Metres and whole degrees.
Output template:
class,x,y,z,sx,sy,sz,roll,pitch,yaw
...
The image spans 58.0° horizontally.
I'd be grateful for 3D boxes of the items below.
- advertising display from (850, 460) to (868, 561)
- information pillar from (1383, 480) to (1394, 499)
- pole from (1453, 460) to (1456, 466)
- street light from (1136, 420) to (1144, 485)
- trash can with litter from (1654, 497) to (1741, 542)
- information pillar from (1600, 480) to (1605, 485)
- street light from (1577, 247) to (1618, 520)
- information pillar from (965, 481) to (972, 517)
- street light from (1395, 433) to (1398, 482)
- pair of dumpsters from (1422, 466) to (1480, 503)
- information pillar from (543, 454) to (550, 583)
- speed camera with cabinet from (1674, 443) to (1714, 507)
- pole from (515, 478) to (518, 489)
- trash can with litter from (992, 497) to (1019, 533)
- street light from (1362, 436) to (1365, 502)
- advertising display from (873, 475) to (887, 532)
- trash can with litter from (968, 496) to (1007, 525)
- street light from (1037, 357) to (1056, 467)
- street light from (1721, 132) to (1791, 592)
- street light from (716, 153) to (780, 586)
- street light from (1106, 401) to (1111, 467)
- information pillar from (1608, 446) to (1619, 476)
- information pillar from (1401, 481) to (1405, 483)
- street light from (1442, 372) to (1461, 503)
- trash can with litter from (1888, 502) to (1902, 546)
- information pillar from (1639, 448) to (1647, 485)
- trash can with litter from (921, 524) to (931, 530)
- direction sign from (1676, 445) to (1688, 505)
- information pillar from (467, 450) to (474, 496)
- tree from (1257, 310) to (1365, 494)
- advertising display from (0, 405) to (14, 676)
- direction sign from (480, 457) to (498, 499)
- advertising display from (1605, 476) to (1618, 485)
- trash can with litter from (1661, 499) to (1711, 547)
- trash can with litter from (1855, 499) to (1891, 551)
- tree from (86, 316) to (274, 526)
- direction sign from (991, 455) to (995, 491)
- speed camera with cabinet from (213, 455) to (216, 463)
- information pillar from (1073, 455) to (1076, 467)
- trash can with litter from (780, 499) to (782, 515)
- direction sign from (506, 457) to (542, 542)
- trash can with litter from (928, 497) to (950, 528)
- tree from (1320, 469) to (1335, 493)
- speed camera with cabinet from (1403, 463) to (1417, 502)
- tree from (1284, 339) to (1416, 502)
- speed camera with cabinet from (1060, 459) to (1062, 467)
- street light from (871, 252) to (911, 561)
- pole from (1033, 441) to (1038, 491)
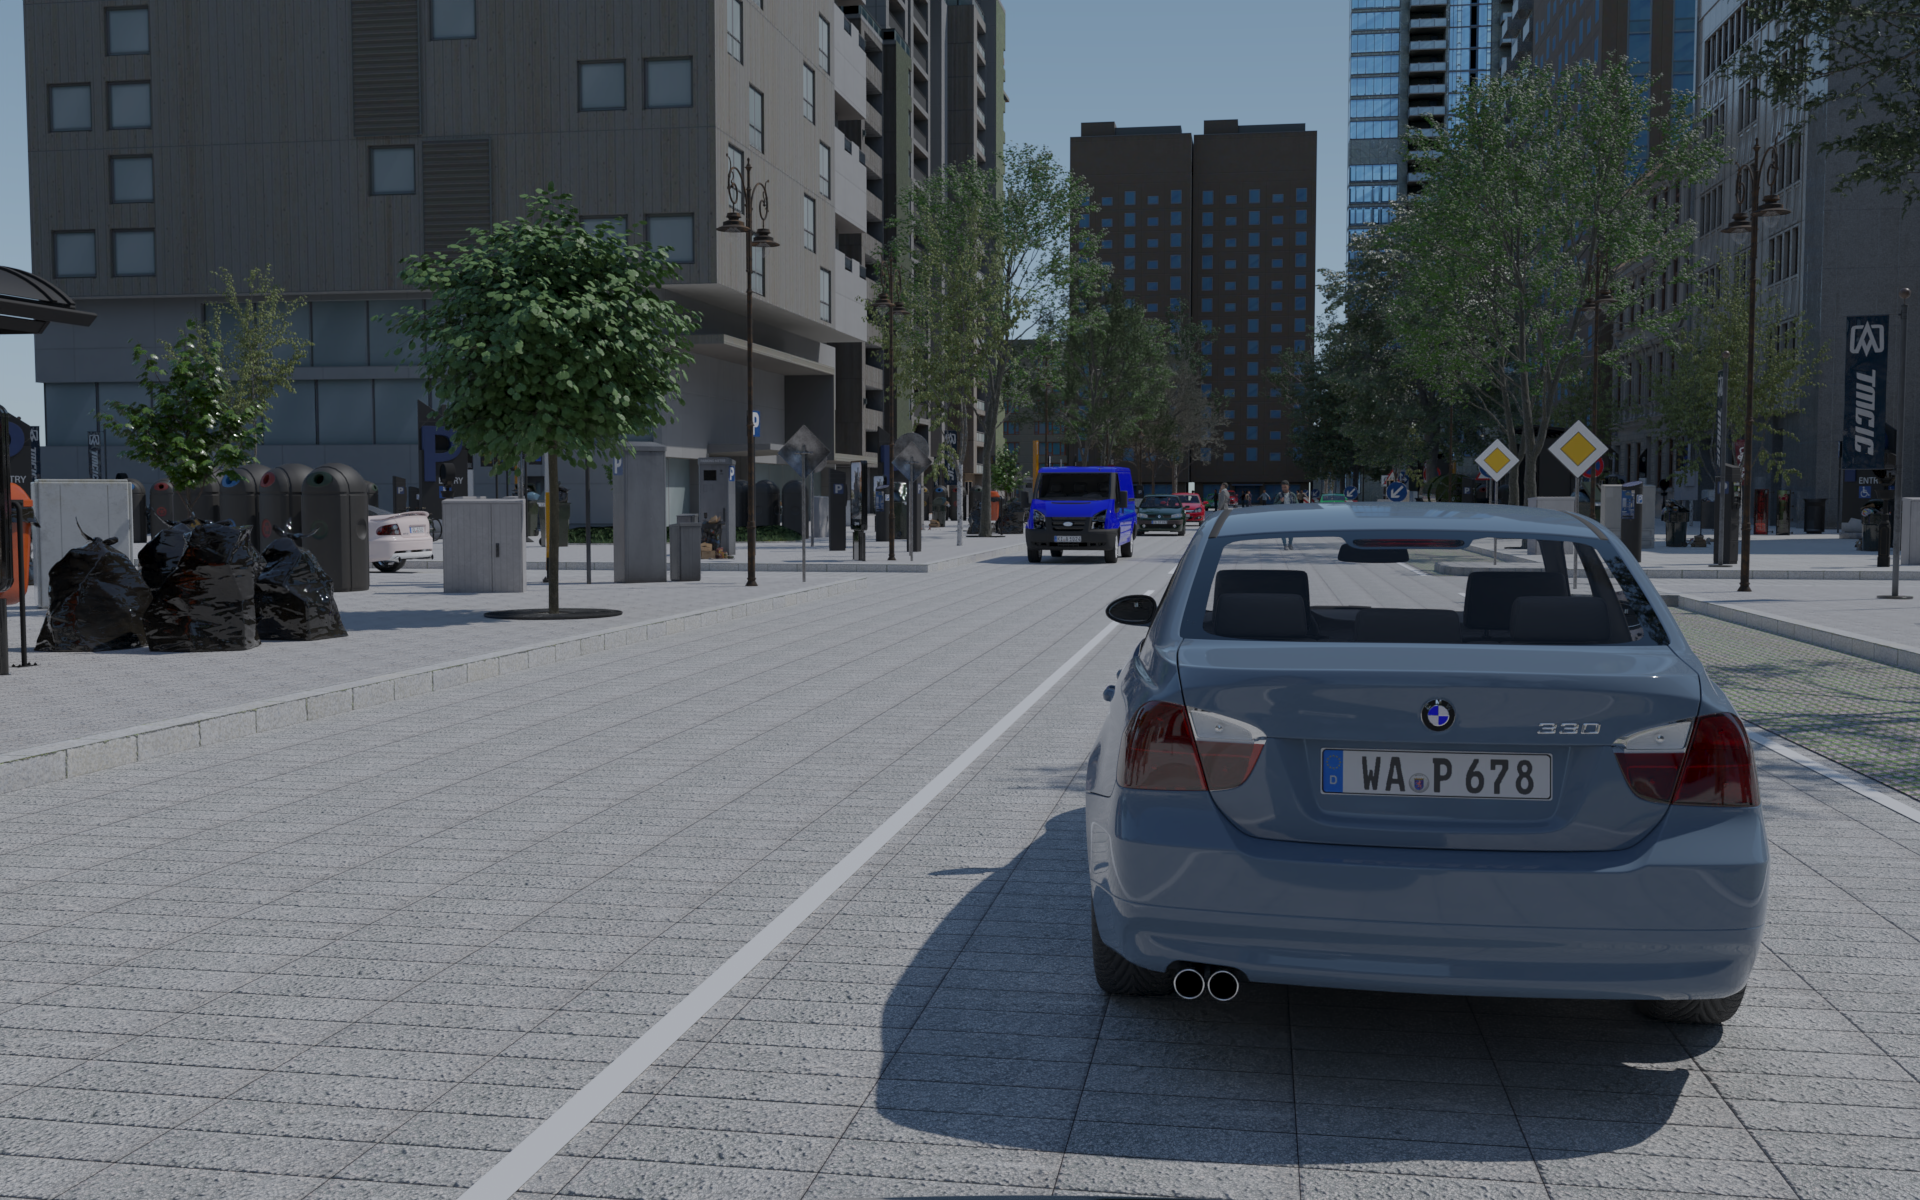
class,x,y,z,sx,sy,sz,roll,pitch,yaw
advertising display,-1.949,-1.723,33.382,0.123,1.923,0.974,-1,4,-16
information pillar,22.408,-5.245,90.241,0.304,2.012,0.304,-1,4,-22
pole,29.706,-6.751,104.225,0.158,3.312,0.155,0,3,0
street light,10.982,-8.098,105.184,0.468,5.910,1.993,1,4,10
trash can with litter,19.980,-2.196,46.956,2.233,1.210,1.678,3,4,39
information pillar,33.092,-5.175,89.098,0.304,2.012,0.304,0,4,-1
street light,11.972,-3.662,32.665,0.468,5.910,1.993,1,4,10
information pillar,0.482,-5.702,97.719,0.304,2.012,0.304,-3,5,-42
street light,20.214,-6.572,80.240,0.468,5.910,1.993,1,4,10
pair of dumpsters,17.367,-3.594,61.258,1.574,2.255,4.437,1,4,10
information pillar,-5.954,-2.058,25.003,0.183,3.616,0.504,-1,4,-15
speed camera with cabinet,28.365,-4.386,66.044,2.038,3.252,0.660,0,4,-2
pole,-13.862,-3.697,54.285,0.158,3.312,0.155,0,3,0
trash can with litter,1.500,-2.833,57.711,1.055,1.170,0.624,-2,4,-26
street light,24.269,-8.035,104.158,0.468,5.910,1.993,1,4,10
advertising display,-2.711,-3.272,58.708,0.123,1.923,0.974,-2,4,-25
trash can with litter,1.410,-3.662,70.934,2.233,1.210,1.678,2,4,30
street light,2.840,-5.154,57.054,0.468,5.910,1.993,1,4,10
street light,10.325,-3.048,22.616,0.468,5.910,1.993,1,4,10
street light,-2.905,-3.130,23.964,0.468,5.910,1.993,1,4,10
street light,6.903,-6.631,81.201,0.468,5.910,1.993,1,4,10
information pillar,31.698,-5.672,84.091,0.504,3.616,0.183,3,4,37
information pillar,24.539,-5.626,96.471,0.304,2.012,0.304,3,5,44
street light,15.994,-5.116,56.435,0.468,5.910,1.993,1,4,10
trash can with litter,22.387,-1.799,40.795,1.055,1.170,0.624,-3,5,-43
information pillar,34.969,-5.953,88.682,0.183,3.616,0.504,-1,4,-18
trash can with litter,-1.495,-3.125,62.156,1.678,1.210,2.233,0,4,2
direction sign,33.749,-5.444,80.998,0.379,3.537,0.876,-1,4,-12
information pillar,-16.764,-4.128,58.847,0.504,3.616,0.183,0,4,4
tree,37.029,-19.725,178.386,12.611,20.169,13.585,0,3,0
advertising display,-7.195,-0.425,12.169,0.974,1.923,0.123,0,4,-8
direction sign,-13.225,-3.513,49.430,0.876,3.537,0.379,-1,4,-11
advertising display,23.376,-3.485,62.192,0.123,1.923,0.974,3,5,40
trash can with litter,17.560,-1.866,41.890,1.055,1.170,0.624,0,4,5
trash can with litter,20.464,-1.691,39.037,0.624,1.170,1.055,0,4,7
tree,-8.306,-1.488,18.936,1.663,3.219,1.824,0,3,0
direction sign,1.939,-6.692,101.403,0.379,3.537,0.876,-1,4,-14
speed camera with cabinet,-24.070,-3.879,57.759,2.038,3.252,0.660,0,4,-1
information pillar,6.856,-6.864,103.585,0.183,3.616,0.504,1,4,19
trash can with litter,-6.229,-2.746,56.283,0.624,1.170,1.055,3,5,41
direction sign,-11.536,-3.304,46.010,0.876,3.537,0.379,-2,4,-28
trash can with litter,-0.816,-3.361,66.341,0.624,1.170,1.055,1,4,17
tree,35.608,-13.229,166.659,4.360,8.622,3.978,0,3,0
speed camera with cabinet,26.408,-6.586,102.012,2.038,3.252,0.660,-3,5,-40
tree,28.576,-12.718,124.945,9.611,12.733,9.660,0,3,0
speed camera with cabinet,5.612,-6.436,99.571,0.660,3.252,2.038,0,4,3
street light,-1.319,-3.702,33.308,0.468,5.910,1.993,1,4,10
pole,2.891,-4.424,66.169,0.158,3.312,0.155,0,3,0
